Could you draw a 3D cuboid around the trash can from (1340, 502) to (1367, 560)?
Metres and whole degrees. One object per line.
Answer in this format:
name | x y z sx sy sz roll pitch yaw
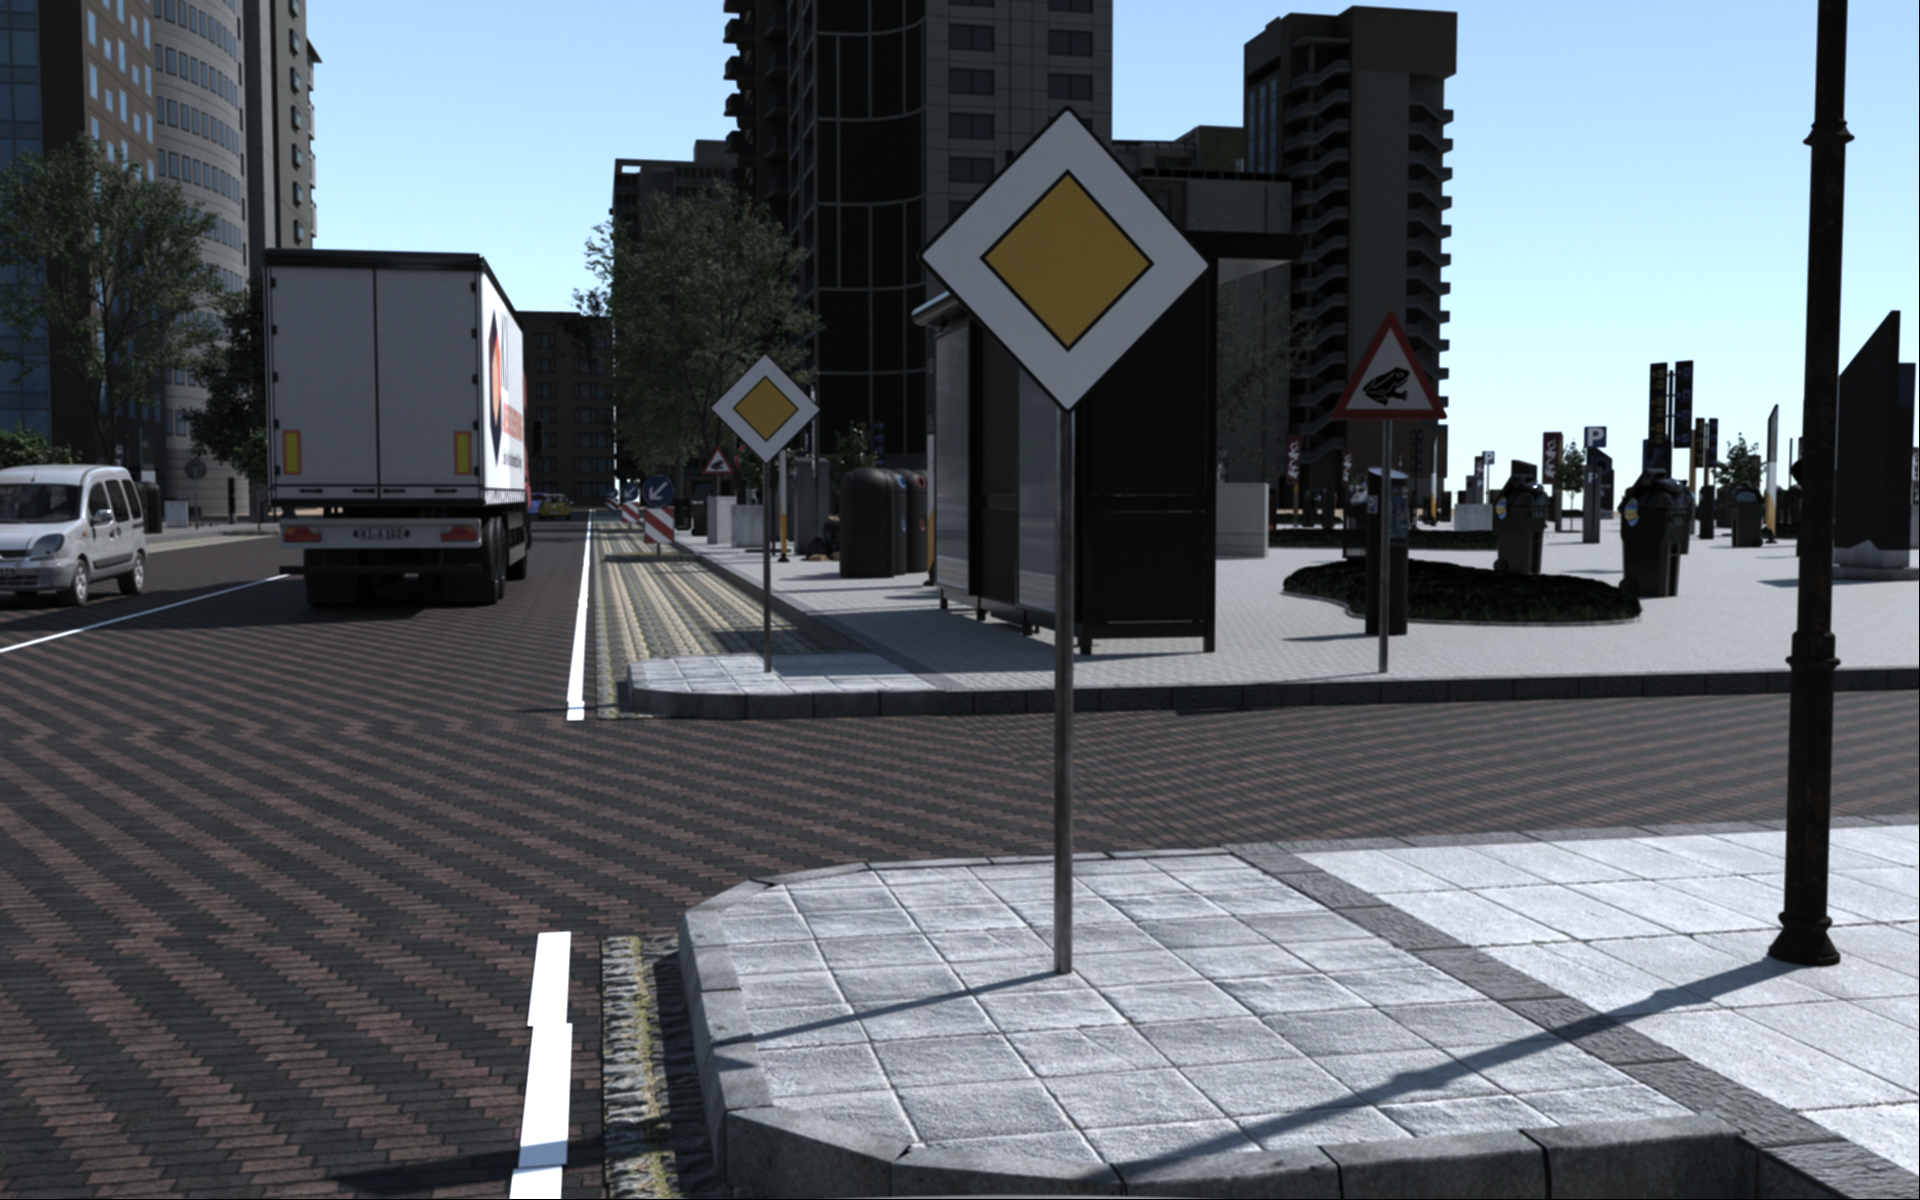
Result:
trash can | 7.611 -1.307 33.020 0.748 1.137 0.748 0 3 0

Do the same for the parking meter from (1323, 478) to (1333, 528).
parking meter | 13.586 -3.563 63.971 0.255 1.863 0.399 0 4 -7

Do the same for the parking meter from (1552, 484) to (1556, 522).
parking meter | 27.400 -4.512 79.482 0.255 1.863 0.399 -3 5 -43

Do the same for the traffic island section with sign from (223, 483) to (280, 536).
traffic island section with sign | -24.442 -3.161 60.303 1.989 1.847 2.006 -1 4 -12

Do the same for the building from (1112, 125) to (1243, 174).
building | 22.747 -31.263 194.737 14.086 41.232 14.154 -1 4 -12

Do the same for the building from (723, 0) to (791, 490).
building | -7.698 -29.796 141.789 22.147 44.769 28.867 -1 4 -12

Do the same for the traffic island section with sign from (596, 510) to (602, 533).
traffic island section with sign | -12.288 -3.378 63.852 1.989 1.847 2.006 -1 4 -12

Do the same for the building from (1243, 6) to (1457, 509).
building | 34.976 -31.074 158.169 14.200 45.320 14.600 -1 4 -12

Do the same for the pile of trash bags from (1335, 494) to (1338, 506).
pile of trash bags | 20.758 -4.926 90.299 3.447 1.369 1.912 0 4 1

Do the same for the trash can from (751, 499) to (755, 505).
trash can | -6.221 -2.606 54.260 0.748 1.137 0.748 0 3 0

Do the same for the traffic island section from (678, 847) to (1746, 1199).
traffic island section | 0.295 1.077 4.667 2.009 0.180 2.903 -1 4 -12

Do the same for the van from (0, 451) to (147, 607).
van | -12.255 -0.991 23.211 2.013 2.044 4.112 -1 4 -11

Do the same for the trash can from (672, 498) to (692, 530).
trash can | -9.786 -3.029 61.177 0.748 1.137 0.748 0 3 0

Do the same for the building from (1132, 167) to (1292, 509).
building | 20.819 -23.575 157.153 14.107 30.474 14.160 -1 4 -12

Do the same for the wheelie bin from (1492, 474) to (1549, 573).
wheelie bin | 9.099 -1.231 28.041 0.980 1.594 0.693 -3 5 -41

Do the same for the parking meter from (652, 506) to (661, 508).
parking meter | -13.372 -4.156 76.354 0.372 1.533 0.369 0 3 0

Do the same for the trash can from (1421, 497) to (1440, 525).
trash can | 19.851 -3.758 73.099 0.748 1.137 0.748 0 3 0

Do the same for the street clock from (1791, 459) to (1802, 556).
street clock | 17.331 -1.898 35.597 0.471 2.002 0.358 1 4 18

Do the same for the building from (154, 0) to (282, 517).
building | -56.115 -34.550 106.892 21.231 58.520 28.212 -1 4 -12

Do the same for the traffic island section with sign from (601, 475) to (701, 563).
traffic island section with sign | -6.574 -1.734 36.985 1.989 1.847 2.006 -1 4 -12

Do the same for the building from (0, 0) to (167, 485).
building | -49.346 -26.699 86.640 14.600 45.320 14.200 -1 4 -12

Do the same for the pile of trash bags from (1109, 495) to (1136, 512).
pile of trash bags | 4.255 -3.002 58.828 1.912 1.369 3.447 -3 5 -42

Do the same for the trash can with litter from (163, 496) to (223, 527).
trash can with litter | -30.385 -3.518 68.572 2.233 1.210 1.678 -2 4 -28

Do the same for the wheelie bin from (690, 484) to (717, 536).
wheelie bin | -7.826 -2.760 53.033 0.980 1.594 0.693 3 4 36

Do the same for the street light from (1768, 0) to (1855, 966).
street light | 2.336 -1.947 4.615 0.468 5.910 1.993 -1 4 -12

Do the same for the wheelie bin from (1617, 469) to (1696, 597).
wheelie bin | 8.723 -0.848 21.769 0.693 1.594 0.980 3 5 43

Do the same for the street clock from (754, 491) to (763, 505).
street clock | -5.237 -2.507 45.552 0.471 2.002 0.358 3 5 42

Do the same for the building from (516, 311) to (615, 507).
building | -52.148 -20.883 186.471 28.899 21.520 27.650 -1 4 -12

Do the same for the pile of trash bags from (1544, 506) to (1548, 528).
pile of trash bags | 21.517 -3.447 66.108 1.912 1.369 3.447 2 4 25

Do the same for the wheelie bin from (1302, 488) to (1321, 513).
wheelie bin | 18.980 -5.239 93.567 0.980 1.594 0.693 0 4 7

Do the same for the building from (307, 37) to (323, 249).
building | -80.030 -36.120 179.800 27.495 52.752 28.713 -1 4 -12

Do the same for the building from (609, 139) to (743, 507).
building | -26.595 -30.642 192.872 23.993 40.220 32.217 -1 4 -12

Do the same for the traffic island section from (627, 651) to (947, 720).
traffic island section | -1.366 0.600 12.478 2.009 0.180 2.903 -1 4 -12

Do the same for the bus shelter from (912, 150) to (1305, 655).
bus shelter | 0.854 -2.469 17.993 2.179 5.291 8.768 -1 4 -12

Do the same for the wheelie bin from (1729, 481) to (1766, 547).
wheelie bin | 19.097 -2.088 42.040 0.693 1.594 0.980 0 4 4

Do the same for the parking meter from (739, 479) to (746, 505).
parking meter | -8.336 -3.710 66.374 0.255 1.863 0.399 -1 4 -15

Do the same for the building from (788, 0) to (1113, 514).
building | -2.478 -41.504 116.846 20.563 71.187 20.611 -1 4 -12

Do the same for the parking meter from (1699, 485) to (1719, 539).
parking meter | 21.275 -2.501 49.304 0.372 1.533 0.369 0 3 0

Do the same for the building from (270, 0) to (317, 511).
building | -63.193 -31.242 134.515 21.600 48.544 21.300 -1 4 -12

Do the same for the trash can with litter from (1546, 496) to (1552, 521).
trash can with litter | 27.986 -4.311 81.870 0.624 1.170 1.055 2 4 35

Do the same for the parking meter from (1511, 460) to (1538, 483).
parking meter | 9.546 -1.444 29.318 0.255 1.863 0.399 -3 5 -42

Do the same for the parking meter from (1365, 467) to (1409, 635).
parking meter | 3.911 -0.455 15.849 0.372 1.533 0.369 0 3 0

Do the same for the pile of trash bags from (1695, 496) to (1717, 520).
pile of trash bags | 38.184 -4.709 86.737 3.447 1.369 1.912 0 4 -2
